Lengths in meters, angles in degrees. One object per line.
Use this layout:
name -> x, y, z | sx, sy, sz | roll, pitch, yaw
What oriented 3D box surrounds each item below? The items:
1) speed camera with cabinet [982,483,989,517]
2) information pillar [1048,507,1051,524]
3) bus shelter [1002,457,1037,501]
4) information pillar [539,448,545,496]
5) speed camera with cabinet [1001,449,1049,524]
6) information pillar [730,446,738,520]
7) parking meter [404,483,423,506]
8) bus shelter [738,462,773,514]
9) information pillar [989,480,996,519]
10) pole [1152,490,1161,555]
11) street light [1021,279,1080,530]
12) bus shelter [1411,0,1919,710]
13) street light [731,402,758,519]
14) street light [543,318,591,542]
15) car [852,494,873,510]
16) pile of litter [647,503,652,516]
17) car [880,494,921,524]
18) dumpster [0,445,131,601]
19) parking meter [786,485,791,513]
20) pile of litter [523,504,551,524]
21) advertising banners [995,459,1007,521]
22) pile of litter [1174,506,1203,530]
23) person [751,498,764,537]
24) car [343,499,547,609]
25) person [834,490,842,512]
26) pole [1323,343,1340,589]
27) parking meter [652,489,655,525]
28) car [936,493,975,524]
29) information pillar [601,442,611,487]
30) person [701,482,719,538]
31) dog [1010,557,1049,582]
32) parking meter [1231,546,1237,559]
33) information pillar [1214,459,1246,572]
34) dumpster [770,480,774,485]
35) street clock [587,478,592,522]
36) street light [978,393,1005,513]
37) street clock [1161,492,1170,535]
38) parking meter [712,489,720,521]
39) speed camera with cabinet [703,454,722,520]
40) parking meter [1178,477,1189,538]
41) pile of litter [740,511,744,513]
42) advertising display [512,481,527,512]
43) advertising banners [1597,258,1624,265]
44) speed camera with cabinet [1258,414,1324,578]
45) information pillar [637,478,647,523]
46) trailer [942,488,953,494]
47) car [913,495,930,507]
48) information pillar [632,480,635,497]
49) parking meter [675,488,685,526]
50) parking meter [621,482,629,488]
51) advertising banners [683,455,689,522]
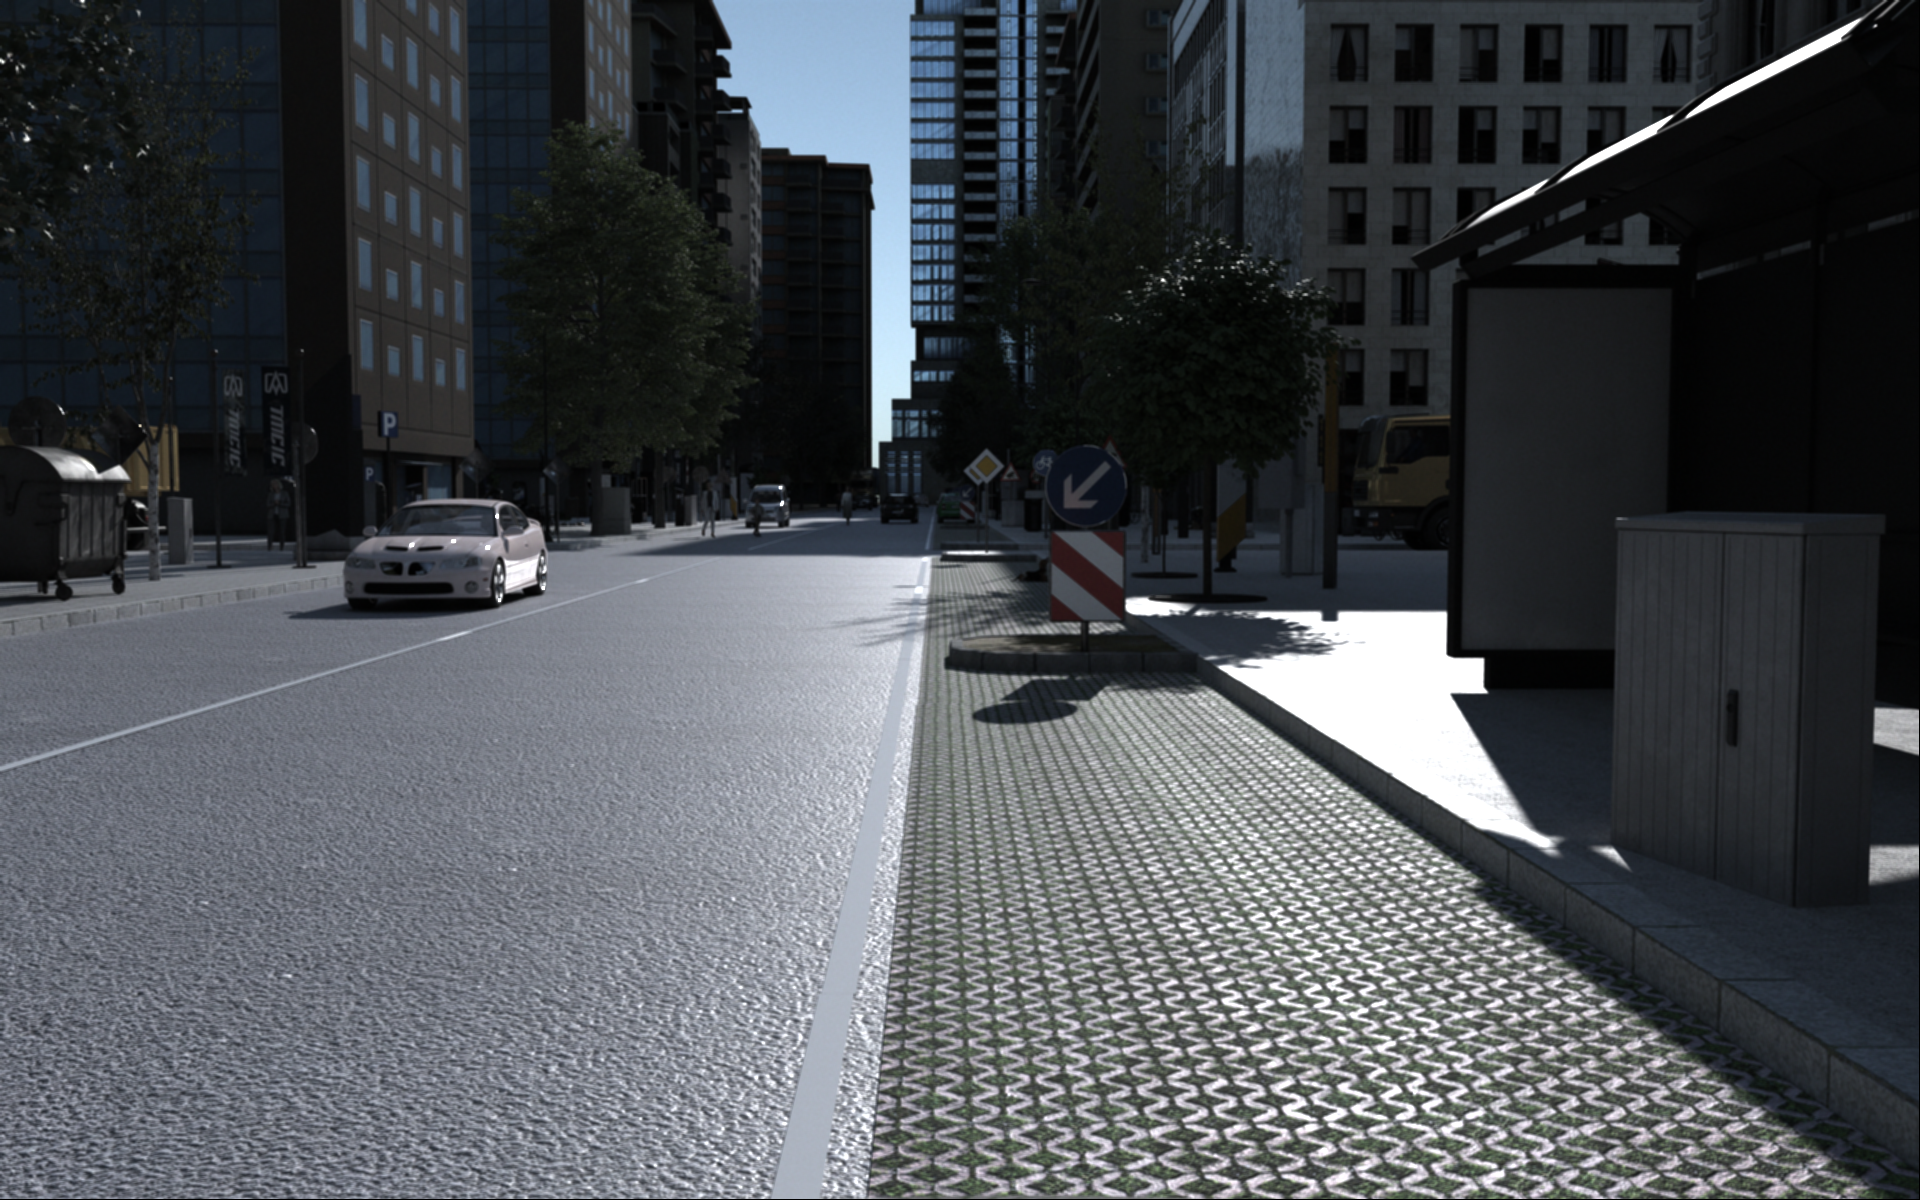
speed camera with cabinet -> 1.628, -6.347, 98.105 | 0.660, 3.252, 2.038 | 0, 4, 7
information pillar -> 4.012, -5.055, 73.996 | 0.183, 3.616, 0.504 | 3, 5, 42
bus shelter -> 3.149, -5.963, 91.415 | 2.014, 3.302, 5.546 | 0, 4, -1
information pillar -> -21.012, -5.855, 87.083 | 0.183, 3.616, 0.504 | -2, 4, -32
speed camera with cabinet -> 2.835, -4.979, 75.742 | 2.038, 3.252, 0.660 | 1, 4, 10
information pillar -> -11.165, -5.751, 85.376 | 0.183, 3.616, 0.504 | -3, 4, -38
parking meter -> -11.943, -1.804, 37.898 | 0.372, 1.533, 0.369 | 0, 3, 0
bus shelter -> -13.400, -7.266, 112.723 | 2.014, 3.302, 5.546 | 0, 4, -1
information pillar -> 1.688, -5.225, 89.927 | 0.304, 2.012, 0.304 | -2, 4, -31
pole -> 4.166, -2.616, 36.622 | 0.158, 3.312, 0.155 | 0, 3, 0
street light -> 2.014, -3.982, 37.643 | 1.470, 5.913, 1.316 | 0, 4, -1
bus shelter -> 4.045, -0.913, 8.858 | 2.014, 3.302, 5.546 | 0, 4, -1
street light -> -10.876, -7.031, 87.491 | 1.470, 5.913, 1.316 | 0, 4, -1
street light -> -10.449, -4.489, 45.941 | 1.470, 5.913, 1.316 | 0, 4, -1
car -> -8.645, -8.748, 152.821 | 2.009, 1.686, 4.222 | 0, 4, -1
pile of litter -> -18.080, -5.344, 101.335 | 1.176, 0.858, 1.719 | 0, 4, -6
car -> -2.971, -4.634, 85.555 | 2.009, 1.686, 4.222 | 0, 4, 1
dumpster -> -11.288, -0.960, 21.453 | 1.264, 1.857, 1.865 | 0, 4, -1
parking meter -> -11.411, -6.681, 114.945 | 0.255, 1.863, 0.399 | 3, 5, 44
pile of litter -> -18.382, -3.692, 74.321 | 1.719, 0.858, 1.176 | 0, 4, 4
advertising banners -> 2.020, -5.406, 84.575 | 0.090, 3.025, 2.074 | 1, 4, 16
pile of litter -> 8.393, -2.973, 62.578 | 1.176, 0.858, 1.719 | -1, 4, -13
person -> -6.812, -2.792, 58.427 | 0.475, 1.303, 0.640 | -3, 4, -38
car -> -6.782, -0.664, 23.223 | 2.083, 1.381, 4.827 | 0, 4, -2
person -> -9.872, -8.100, 141.640 | 1.217, 1.736, 0.721 | 3, 5, 41
pole -> 5.032, -1.811, 23.460 | 0.158, 3.312, 0.155 | 0, 3, 0
parking meter -> -12.808, -3.950, 73.000 | 0.372, 1.533, 0.369 | 0, 3, 0
car -> -0.202, -4.662, 85.016 | 1.959, 1.807, 4.718 | 0, 4, -2
information pillar -> -15.020, -5.011, 73.279 | 0.504, 3.616, 0.183 | -2, 4, -35
person -> -8.292, -2.991, 57.283 | 0.514, 1.842, 0.818 | -2, 4, -30
dog -> 1.209, -0.491, 28.225 | 0.550, 0.427, 0.748 | -3, 5, -40
parking meter -> 5.291, -1.582, 34.276 | 0.372, 1.533, 0.369 | 0, 3, 0
information pillar -> 4.448, -2.267, 28.428 | 0.504, 3.616, 0.183 | -1, 4, -8
dumpster -> -13.465, -7.179, 119.867 | 1.502, 2.255, 1.985 | 0, 4, -1
street clock -> -16.644, -4.515, 78.395 | 0.358, 2.002, 0.471 | -3, 5, -42
street light -> 1.493, -6.516, 79.073 | 1.470, 5.913, 1.316 | 0, 4, -1
street clock -> 6.423, -3.044, 54.342 | 0.358, 2.002, 0.471 | 0, 4, -7
parking meter -> -11.821, -4.618, 83.918 | 0.372, 1.533, 0.369 | 0, 3, 0
speed camera with cabinet -> -12.407, -5.650, 86.707 | 0.660, 3.252, 2.038 | -1, 4, -20
parking meter -> 6.530, -2.746, 50.603 | 0.255, 1.863, 0.399 | 1, 4, 19
pile of litter -> -15.139, -6.475, 119.824 | 1.176, 0.858, 1.719 | 1, 4, 22
advertising display -> -22.070, -4.989, 86.791 | 0.974, 1.923, 0.123 | 3, 4, 38
advertising banners -> 4.383, -0.999, 12.515 | 0.090, 3.025, 2.074 | 3, 5, 41
speed camera with cabinet -> 5.282, -2.013, 27.241 | 0.660, 3.252, 2.038 | 2, 4, 29
information pillar -> -14.347, -4.510, 78.235 | 0.304, 2.012, 0.304 | 3, 5, 43
trailer -> -1.168, -9.651, 164.835 | 1.471, 1.999, 3.904 | 0, 4, -2
car -> -4.380, -10.894, 190.474 | 2.083, 1.381, 4.827 | 0, 4, -1
information pillar -> -16.705, -5.176, 89.115 | 0.304, 2.012, 0.304 | -1, 4, -12
parking meter -> -11.229, -3.728, 69.371 | 0.372, 1.533, 0.369 | 0, 3, 0
parking meter -> -16.161, -4.751, 83.393 | 0.399, 1.863, 0.255 | 0, 4, -4
advertising banners -> -12.575, -5.055, 78.830 | 0.090, 3.025, 2.074 | -1, 4, -21
